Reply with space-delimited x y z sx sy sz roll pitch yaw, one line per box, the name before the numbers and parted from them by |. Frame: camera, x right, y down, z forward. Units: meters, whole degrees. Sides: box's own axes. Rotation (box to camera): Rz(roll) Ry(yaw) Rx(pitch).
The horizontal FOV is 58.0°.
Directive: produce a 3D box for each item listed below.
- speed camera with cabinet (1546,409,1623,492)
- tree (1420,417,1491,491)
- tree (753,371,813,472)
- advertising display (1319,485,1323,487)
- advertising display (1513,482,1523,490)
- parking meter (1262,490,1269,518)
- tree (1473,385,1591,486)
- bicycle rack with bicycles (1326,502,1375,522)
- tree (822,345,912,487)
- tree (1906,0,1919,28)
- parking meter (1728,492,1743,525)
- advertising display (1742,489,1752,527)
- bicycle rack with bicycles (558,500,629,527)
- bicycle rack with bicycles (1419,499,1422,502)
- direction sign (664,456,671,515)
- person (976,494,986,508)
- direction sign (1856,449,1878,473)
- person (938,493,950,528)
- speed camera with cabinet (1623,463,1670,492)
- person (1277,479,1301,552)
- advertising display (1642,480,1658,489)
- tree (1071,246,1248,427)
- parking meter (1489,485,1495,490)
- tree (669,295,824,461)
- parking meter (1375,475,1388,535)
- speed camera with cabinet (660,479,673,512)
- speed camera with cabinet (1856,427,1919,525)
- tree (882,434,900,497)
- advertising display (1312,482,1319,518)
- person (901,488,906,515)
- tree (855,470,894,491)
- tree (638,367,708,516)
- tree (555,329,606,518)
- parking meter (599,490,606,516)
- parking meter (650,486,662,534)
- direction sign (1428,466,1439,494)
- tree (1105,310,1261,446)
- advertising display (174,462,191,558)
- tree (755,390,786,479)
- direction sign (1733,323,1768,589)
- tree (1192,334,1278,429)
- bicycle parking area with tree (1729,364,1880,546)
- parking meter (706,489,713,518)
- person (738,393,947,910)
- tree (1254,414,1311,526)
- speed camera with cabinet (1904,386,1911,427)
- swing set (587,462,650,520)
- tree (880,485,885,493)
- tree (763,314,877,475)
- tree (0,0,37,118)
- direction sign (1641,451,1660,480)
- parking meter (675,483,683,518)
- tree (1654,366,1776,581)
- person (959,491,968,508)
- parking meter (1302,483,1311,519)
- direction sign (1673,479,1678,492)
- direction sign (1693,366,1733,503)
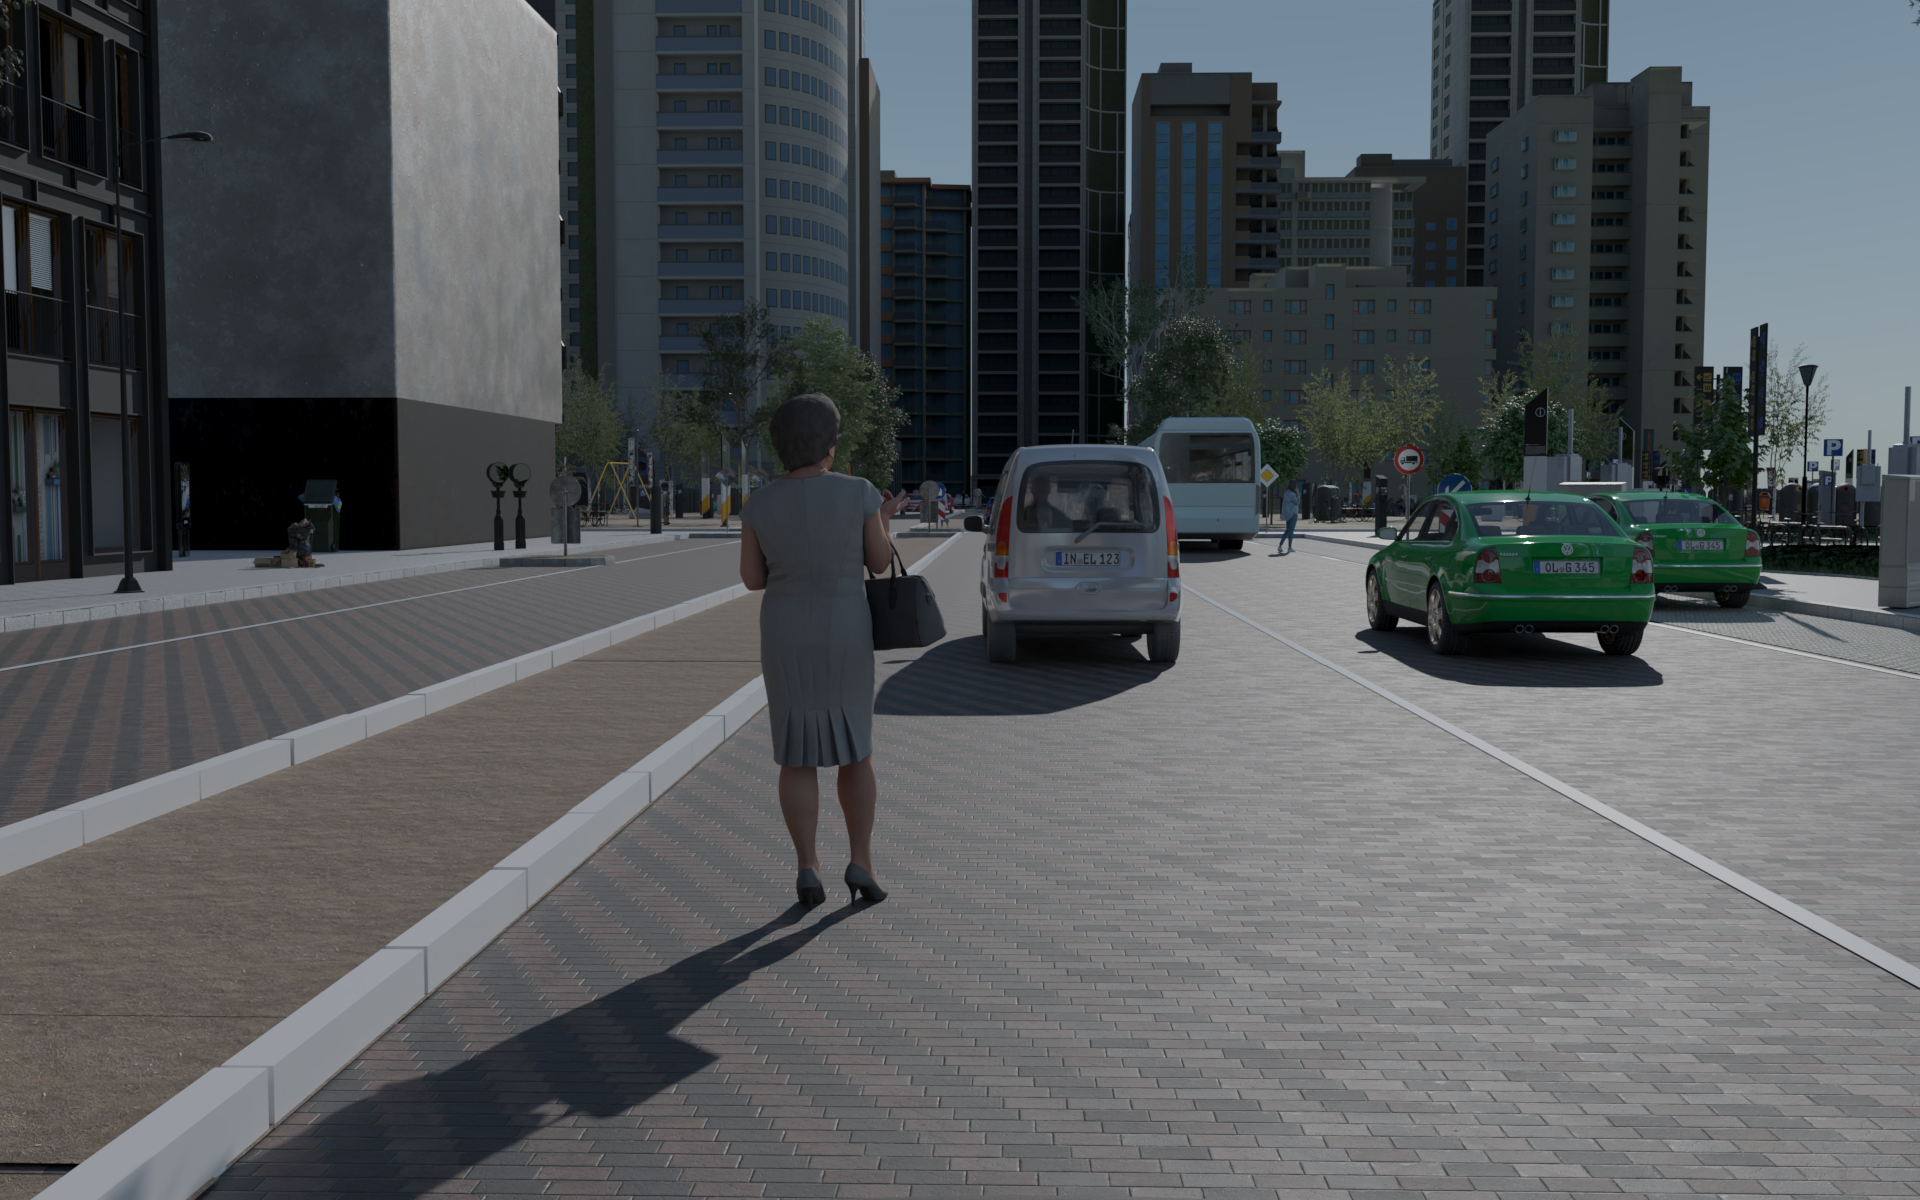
speed camera with cabinet | 14.616 -2.840 40.770 2.038 3.252 0.660 -2 4 -35
tree | 12.669 -3.003 43.704 1.663 3.219 1.824 0 3 0
tree | -9.661 -9.066 98.599 4.360 8.622 3.978 0 3 0
advertising display | 24.549 -6.877 117.652 0.974 1.923 0.123 -3 5 -41
advertising display | 30.222 -5.387 93.284 0.974 1.923 0.123 -1 4 -21
parking meter | 16.684 -5.265 94.501 0.372 1.533 0.369 0 3 0
tree | 17.262 -4.194 52.292 4.285 4.588 4.351 0 3 0
bicycle rack with bicycles | 18.545 -4.143 81.125 2.925 0.926 2.852 0 4 -8
tree | -8.309 -13.248 133.619 9.611 12.733 9.660 0 3 0
tree | 11.924 -6.354 14.265 12.009 13.543 11.850 0 3 0
parking meter | 22.850 -2.607 51.036 0.372 1.533 0.369 0 3 0
advertising display | 29.915 -3.699 65.684 0.974 1.923 0.123 -3 4 -37
bicycle rack with bicycles | -14.940 -3.349 68.136 2.852 0.926 2.925 2 4 27
bicycle rack with bicycles | 34.800 -7.243 131.803 2.852 0.926 2.925 1 4 19
direction sign | -17.574 -6.861 104.175 0.379 3.537 0.876 -2 4 -32
person | 2.095 -10.197 176.006 1.217 1.735 0.721 0 4 6
direction sign | 45.692 -5.836 87.417 0.876 3.537 0.379 1 4 12
person | -0.712 -3.866 71.976 0.793 1.790 0.793 2 4 28
speed camera with cabinet | 20.137 -3.505 51.641 2.038 3.252 0.660 -1 4 -16
person | 8.098 -2.071 42.631 0.793 1.790 0.793 3 5 43
advertising display | 32.025 -4.589 80.238 0.123 1.923 0.974 -2 4 -31
tree | 15.146 -16.919 132.509 12.611 20.169 13.585 0 3 0
parking meter | 34.751 -6.567 113.076 0.399 1.863 0.255 2 4 26
tree | -9.796 -8.939 80.573 8.767 10.594 7.601 2 4 34
parking meter | 13.122 -2.950 53.952 0.255 1.863 0.399 -1 4 -11
speed camera with cabinet | -18.529 -6.792 105.392 2.038 3.252 0.660 1 4 10
speed camera with cabinet | 28.766 -3.610 53.357 2.038 3.252 0.660 2 4 29
tree | -7.228 -12.885 161.032 4.360 8.622 3.978 0 3 0
advertising display | 19.402 -5.486 94.913 0.123 1.923 0.974 0 4 4
person | -3.910 -6.718 118.149 0.447 1.846 0.655 0 4 8
tree | -7.358 -9.877 145.199 4.285 4.588 4.351 0 3 0
tree | -16.645 -9.161 100.146 4.360 8.622 3.978 0 3 0
tree | -17.249 -7.461 72.355 4.360 8.622 3.978 0 3 0
parking meter | -20.538 -5.567 99.428 0.372 1.533 0.369 0 3 0
parking meter | -9.807 -2.901 55.846 0.372 1.533 0.369 0 3 0
direction sign | 37.735 -8.929 137.994 0.876 3.537 0.379 2 4 27
tree | 14.313 -11.683 108.023 9.611 12.733 9.660 0 3 0
advertising display | -15.872 -1.846 35.389 0.123 1.923 0.974 -1 4 -15
tree | -12.465 -10.485 121.791 4.737 8.622 4.395 0 3 0
direction sign | 10.748 -1.921 23.398 0.379 3.537 0.876 1 4 12
tree | 12.826 -7.966 80.604 4.737 8.622 4.395 0 3 0
bicycle parking area with tree | 21.317 -3.168 38.798 8.231 4.147 9.016 0 4 7
parking meter | -13.209 -5.078 91.442 0.372 1.533 0.369 0 3 0
person | -0.402 0.169 6.093 0.716 1.782 0.532 0 4 3
tree | 12.752 -5.349 71.175 4.285 4.588 4.351 0 3 0
speed camera with cabinet | 17.770 -2.259 31.277 0.660 3.252 2.038 -1 4 -16
swing set | -16.925 -5.419 86.222 2.862 2.851 3.119 1 4 12
tree | -7.088 -9.492 149.800 1.663 3.219 1.824 0 3 0
tree | -8.671 -11.711 109.598 7.486 12.596 7.792 0 3 0
tree | -11.138 -4.001 15.775 4.360 8.622 3.978 0 3 0
direction sign | 36.317 -6.063 91.127 0.876 3.537 0.379 1 4 20
parking meter | -14.941 -5.281 92.055 0.399 1.863 0.255 -2 4 -31
tree | 11.474 -1.906 25.769 1.663 3.219 1.824 0 3 0
person | 0.395 -10.391 178.909 1.217 1.766 0.721 3 5 41
parking meter | 17.546 -5.022 87.813 0.255 1.863 0.399 -3 5 -42
direction sign | 44.497 -7.056 107.359 0.876 3.537 0.379 -2 4 -30
direction sign | 13.436 -2.372 30.779 0.876 3.537 0.379 0 4 -4
